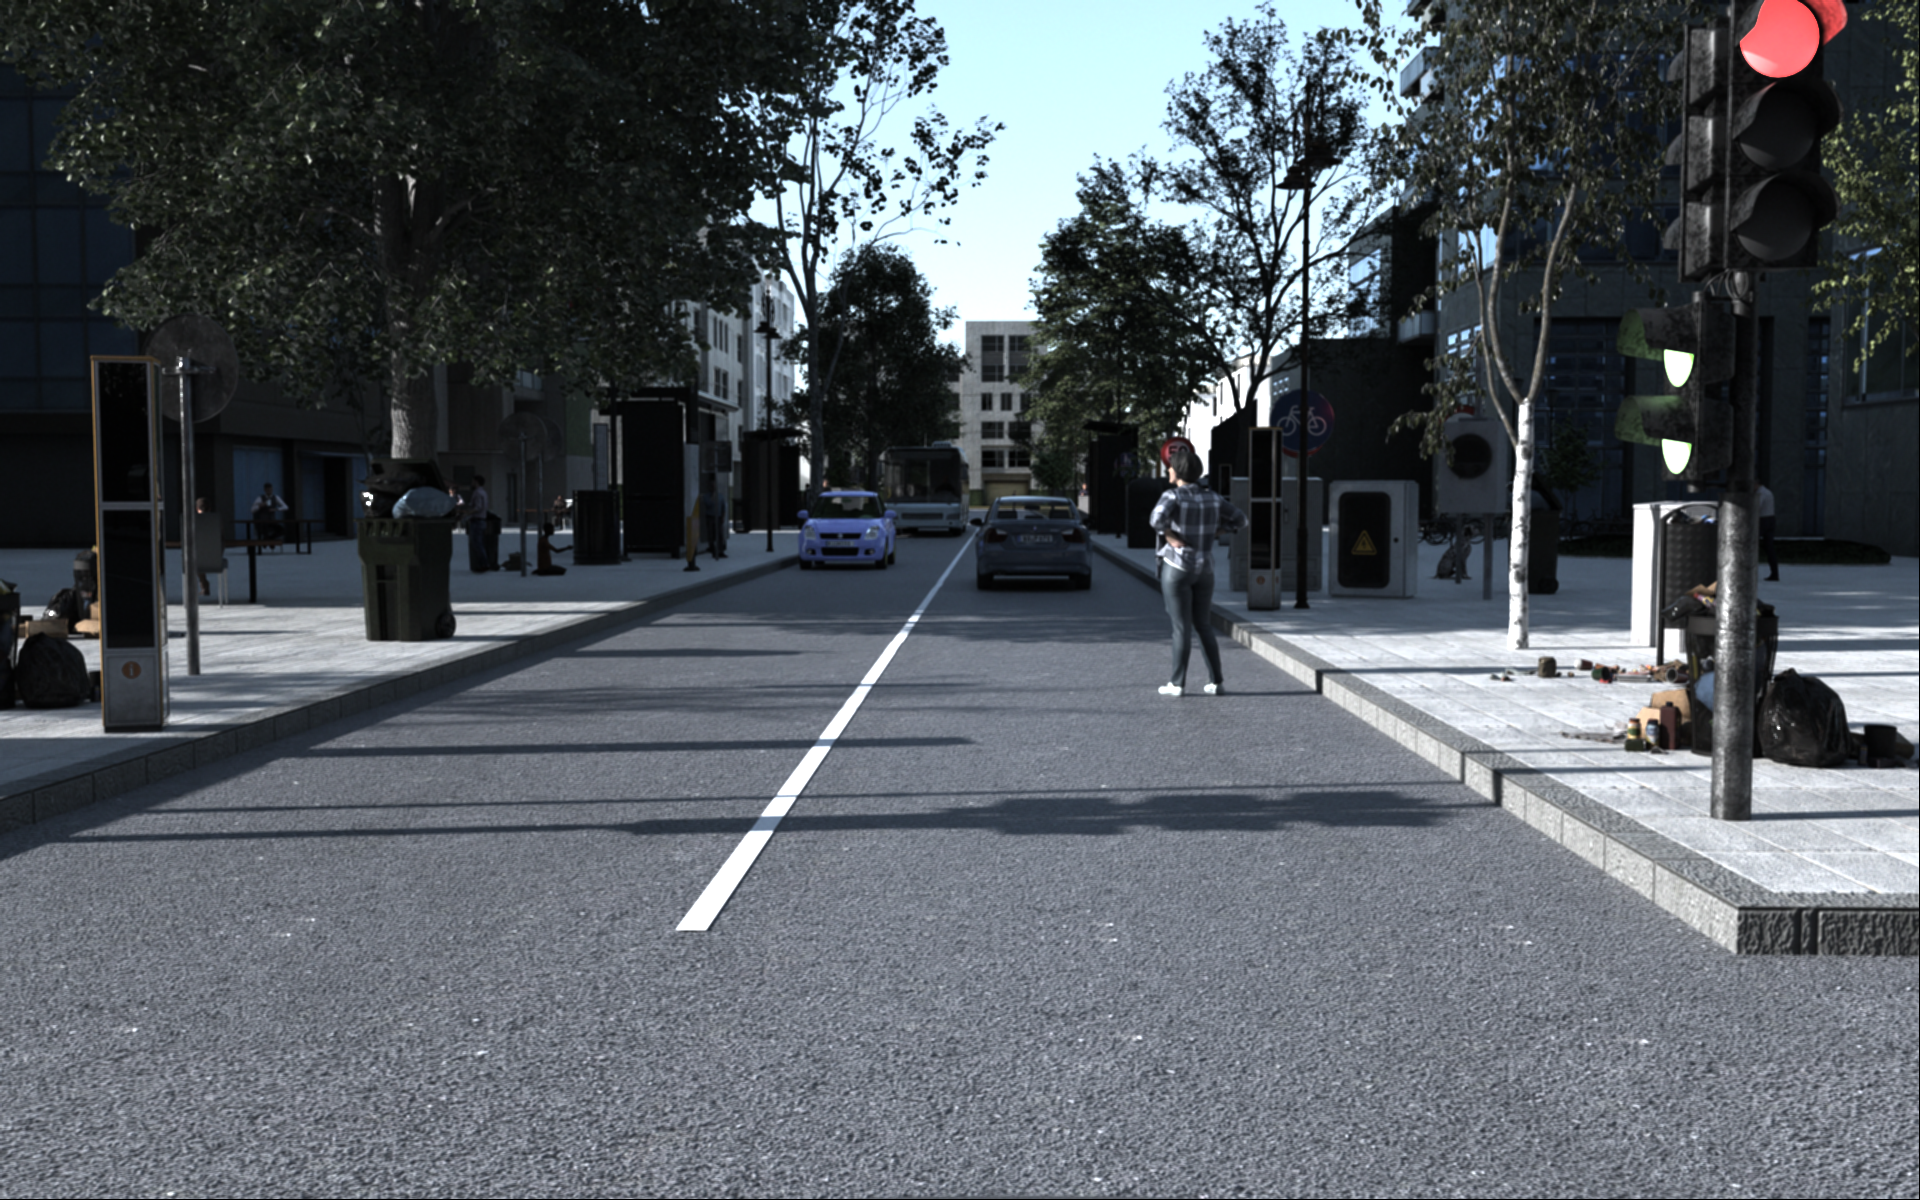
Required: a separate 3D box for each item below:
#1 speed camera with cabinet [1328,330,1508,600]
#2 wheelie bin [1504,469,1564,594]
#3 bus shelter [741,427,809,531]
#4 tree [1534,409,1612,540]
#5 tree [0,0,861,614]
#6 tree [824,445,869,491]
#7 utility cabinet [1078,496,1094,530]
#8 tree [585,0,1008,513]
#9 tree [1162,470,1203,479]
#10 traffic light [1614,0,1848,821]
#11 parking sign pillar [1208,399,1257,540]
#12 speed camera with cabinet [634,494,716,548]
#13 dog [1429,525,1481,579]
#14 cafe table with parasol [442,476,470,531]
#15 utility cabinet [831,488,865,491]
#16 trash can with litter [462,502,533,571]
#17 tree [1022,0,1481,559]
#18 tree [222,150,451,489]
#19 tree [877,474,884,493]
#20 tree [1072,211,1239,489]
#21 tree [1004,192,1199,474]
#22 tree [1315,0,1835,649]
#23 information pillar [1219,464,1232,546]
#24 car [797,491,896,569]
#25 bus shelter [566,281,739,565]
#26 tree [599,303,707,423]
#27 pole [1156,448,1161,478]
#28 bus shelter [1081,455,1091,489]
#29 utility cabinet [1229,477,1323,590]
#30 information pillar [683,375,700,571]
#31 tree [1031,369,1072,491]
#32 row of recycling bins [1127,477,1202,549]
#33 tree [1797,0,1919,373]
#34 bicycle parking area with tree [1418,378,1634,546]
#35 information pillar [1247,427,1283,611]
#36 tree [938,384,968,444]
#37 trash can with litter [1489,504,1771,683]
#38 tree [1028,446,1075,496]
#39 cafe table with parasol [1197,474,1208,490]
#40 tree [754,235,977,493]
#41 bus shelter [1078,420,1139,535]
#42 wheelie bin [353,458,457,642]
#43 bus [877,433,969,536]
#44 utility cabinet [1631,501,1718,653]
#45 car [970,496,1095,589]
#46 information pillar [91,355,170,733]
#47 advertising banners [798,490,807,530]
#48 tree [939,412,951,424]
[{"bbox_3d":[5.593,-1.643,21.199,2.038,3.252,0.660,2,4,29],"label":"speed camera with cabinet"},{"bbox_3d":[7.402,-0.887,22.404,0.693,1.594,0.980,1,4,10],"label":"wheelie bin"},{"bbox_3d":[-6.746,-4.433,63.759,1.731,3.624,6.357,0,4,1],"label":"bus shelter"},{"bbox_3d":[13.876,-2.728,39.212,1.663,3.219,1.824,0,3,0],"label":"tree"},{"bbox_3d":[-5.677,-6.819,18.141,9.857,13.997,8.962,0,3,0],"label":"tree"},{"bbox_3d":[-4.498,-4.442,67.232,1.663,3.219,1.824,0,3,0],"label":"tree"},{"bbox_3d":[4.764,-3.107,61.962,1.020,1.237,0.306,1,4,20],"label":"utility cabinet"},{"bbox_3d":[-4.976,-11.734,47.744,12.611,20.169,13.585,0,3,0],"label":"tree"},{"bbox_3d":[9.384,-4.844,73.804,1.663,3.219,1.824,0,3,0],"label":"tree"},{"bbox_3d":[3.035,-1.090,6.749,0.839,4.253,0.868,0,4,1],"label":"traffic light"},{"bbox_3d":[7.705,-3.702,48.998,1.447,3.967,1.447,0,4,-6],"label":"parking sign pillar"},{"bbox_3d":[-6.585,-2.834,40.667,2.038,3.252,0.660,0,4,6],"label":"speed camera with cabinet"},{"bbox_3d":[7.414,-0.727,26.269,0.800,0.831,0.513,3,5,45],"label":"dog"},{"bbox_3d":[-18.043,-3.358,59.762,2.610,1.966,2.610,-3,4,-39],"label":"cafe table with parasol"},{"bbox_3d":[-3.969,-3.252,61.856,1.173,1.500,0.318,2,4,29],"label":"utility cabinet"},{"bbox_3d":[-7.741,-1.075,28.960,1.055,1.170,0.624,-2,4,-31],"label":"trash can with litter"},{"bbox_3d":[5.342,-6.044,33.229,8.767,10.594,7.601,0,4,4],"label":"tree"},{"bbox_3d":[-11.256,-5.020,32.436,4.360,8.622,3.978,0,3,0],"label":"tree"},{"bbox_3d":[-4.213,-5.594,86.057,1.663,3.219,1.824,0,3,0],"label":"tree"},{"bbox_3d":[5.593,-5.816,45.461,4.737,8.622,4.395,0,3,0],"label":"tree"},{"bbox_3d":[5.520,-9.034,65.836,7.486,12.596,7.792,0,3,0],"label":"tree"},{"bbox_3d":[4.805,-3.909,14.271,4.360,8.622,3.978,0,3,0],"label":"tree"},{"bbox_3d":[6.565,-2.349,42.900,0.304,2.012,0.304,1,4,9],"label":"information pillar"},{"bbox_3d":[-2.198,-1.505,34.203,1.945,1.707,3.694,0,4,1],"label":"car"},{"bbox_3d":[-6.257,-3.528,35.319,2.179,5.291,8.768,0,4,1],"label":"bus shelter"},{"bbox_3d":[-11.936,-7.075,66.033,4.360,8.622,3.978,0,3,0],"label":"tree"},{"bbox_3d":[8.243,-4.782,72.021,0.158,3.312,0.155,0,3,0],"label":"pole"},{"bbox_3d":[6.629,-5.191,78.797,2.014,3.302,5.546,0,4,1],"label":"bus shelter"},{"bbox_3d":[4.189,-0.873,22.947,1.173,1.500,0.318,0,4,-2],"label":"utility cabinet"},{"bbox_3d":[-4.469,-2.296,28.896,0.183,3.616,0.504,0,4,8],"label":"information pillar"},{"bbox_3d":[6.678,-8.891,95.727,4.737,8.622,4.395,0,3,0],"label":"tree"},{"bbox_3d":[5.071,-2.149,42.242,1.069,1.692,3.534,2,4,28],"label":"row of recycling bins"},{"bbox_3d":[12.385,-4.349,21.472,4.737,8.622,4.395,0,3,0],"label":"tree"},{"bbox_3d":[14.863,-3.572,45.406,9.016,4.147,8.231,3,5,42],"label":"bicycle parking area with tree"},{"bbox_3d":[3.362,-0.893,19.087,0.304,2.012,0.304,2,4,26],"label":"information pillar"},{"bbox_3d":[-2.905,-13.662,149.136,9.928,11.665,9.643,0,3,0],"label":"tree"},{"bbox_3d":[4.756,-0.070,12.196,2.233,1.210,1.678,0,4,-4],"label":"trash can with litter"},{"bbox_3d":[6.095,-7.925,113.290,4.285,4.588,4.351,0,3,0],"label":"tree"},{"bbox_3d":[7.726,-2.881,51.974,2.610,1.966,2.610,0,4,3],"label":"cafe table with parasol"},{"bbox_3d":[-3.860,-9.775,76.837,9.611,12.733,9.660,0,3,0],"label":"tree"},{"bbox_3d":[4.933,-4.064,57.723,1.731,3.624,6.357,0,4,2],"label":"bus shelter"},{"bbox_3d":[-4.859,-0.448,15.234,0.980,1.594,0.693,1,4,16],"label":"wheelie bin"},{"bbox_3d":[-1.080,-4.120,62.218,2.948,3.499,13.247,0,4,1],"label":"bus"},{"bbox_3d":[5.942,-0.202,14.466,0.306,1.237,1.020,0,4,0],"label":"utility cabinet"},{"bbox_3d":[1.149,-0.941,27.393,2.014,1.417,4.499,0,4,2],"label":"car"},{"bbox_3d":[-4.492,-0.300,9.393,0.304,2.012,0.304,-1,4,-18],"label":"information pillar"},{"bbox_3d":[-5.413,-4.047,62.364,0.090,3.025,2.074,1,4,16],"label":"advertising banners"},{"bbox_3d":[-2.562,-10.137,116.095,4.737,8.622,4.395,0,3,0],"label":"tree"}]
